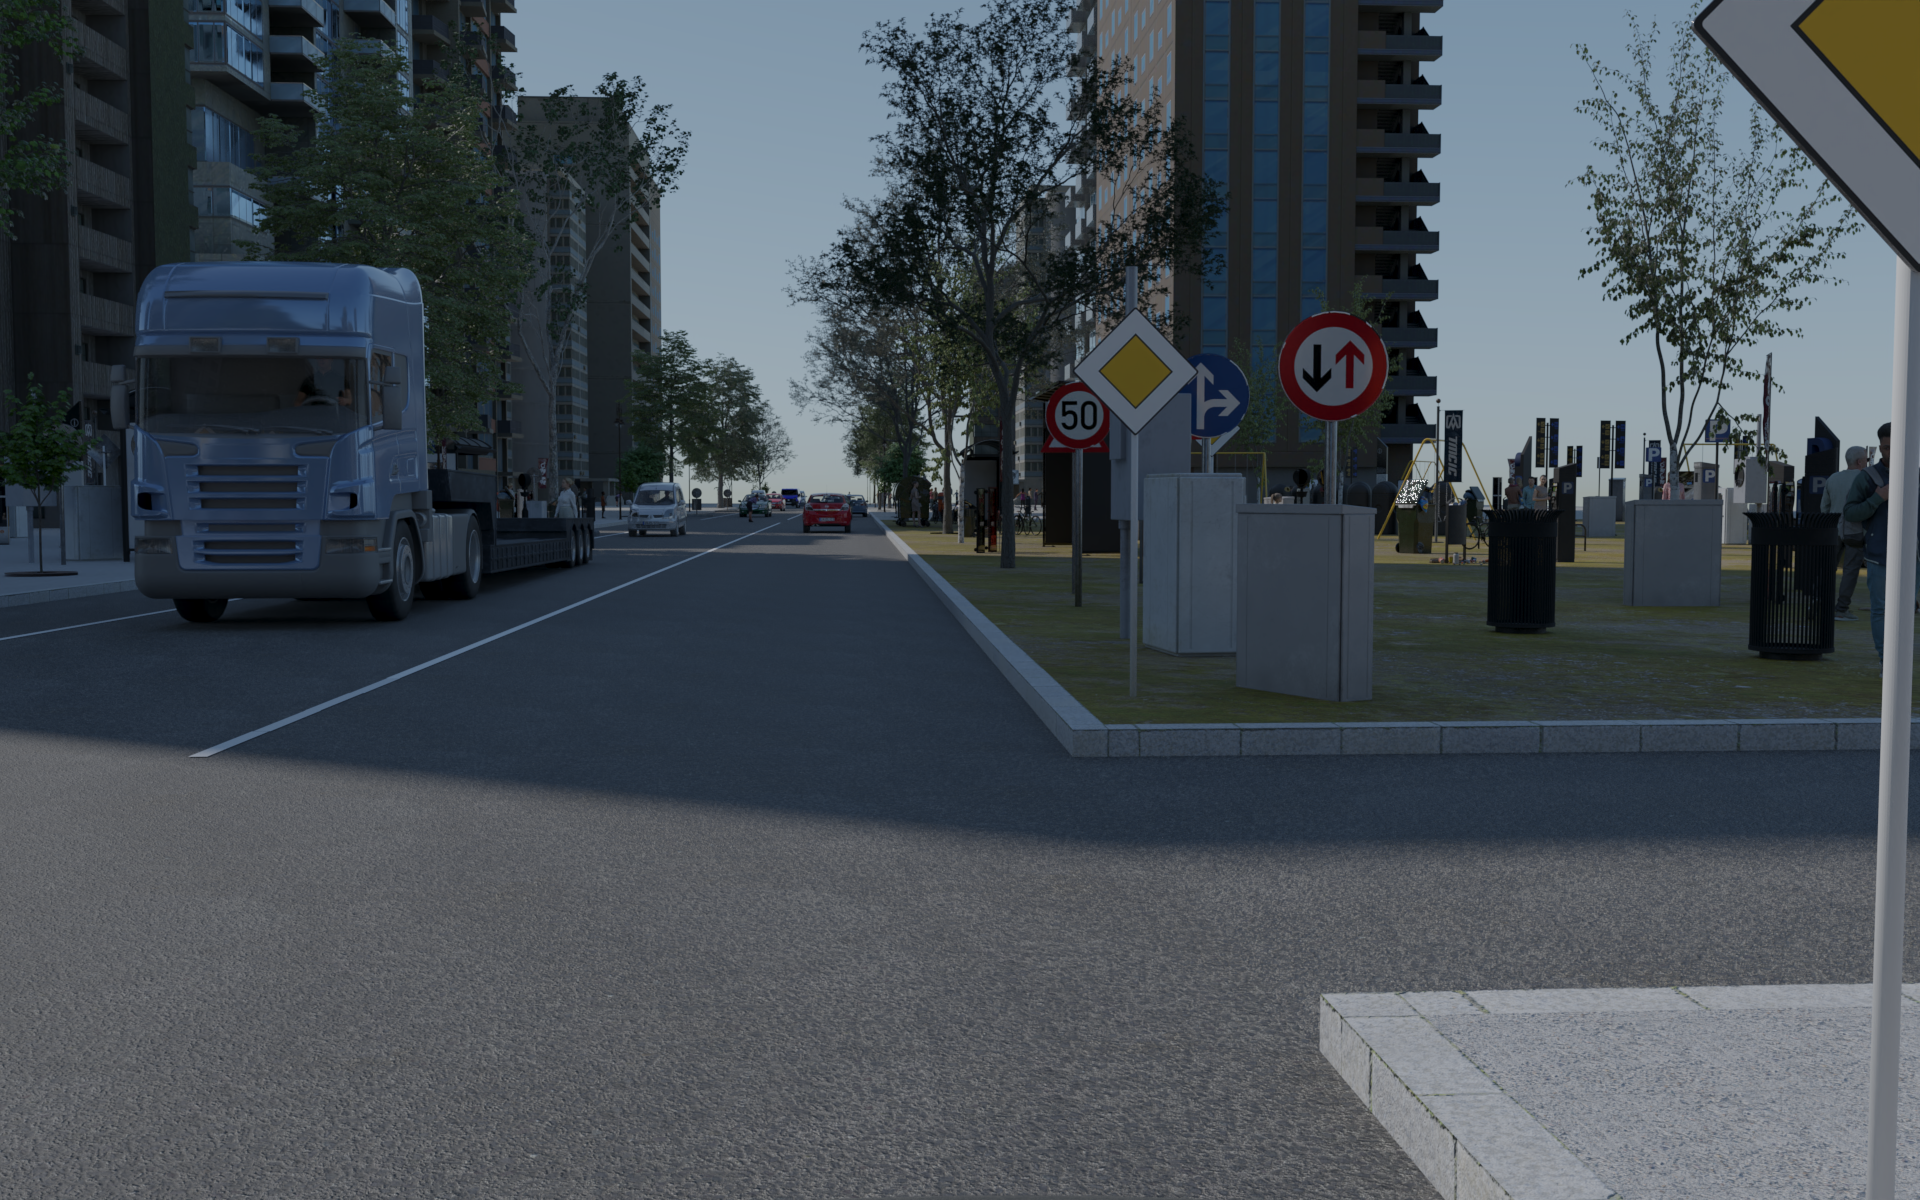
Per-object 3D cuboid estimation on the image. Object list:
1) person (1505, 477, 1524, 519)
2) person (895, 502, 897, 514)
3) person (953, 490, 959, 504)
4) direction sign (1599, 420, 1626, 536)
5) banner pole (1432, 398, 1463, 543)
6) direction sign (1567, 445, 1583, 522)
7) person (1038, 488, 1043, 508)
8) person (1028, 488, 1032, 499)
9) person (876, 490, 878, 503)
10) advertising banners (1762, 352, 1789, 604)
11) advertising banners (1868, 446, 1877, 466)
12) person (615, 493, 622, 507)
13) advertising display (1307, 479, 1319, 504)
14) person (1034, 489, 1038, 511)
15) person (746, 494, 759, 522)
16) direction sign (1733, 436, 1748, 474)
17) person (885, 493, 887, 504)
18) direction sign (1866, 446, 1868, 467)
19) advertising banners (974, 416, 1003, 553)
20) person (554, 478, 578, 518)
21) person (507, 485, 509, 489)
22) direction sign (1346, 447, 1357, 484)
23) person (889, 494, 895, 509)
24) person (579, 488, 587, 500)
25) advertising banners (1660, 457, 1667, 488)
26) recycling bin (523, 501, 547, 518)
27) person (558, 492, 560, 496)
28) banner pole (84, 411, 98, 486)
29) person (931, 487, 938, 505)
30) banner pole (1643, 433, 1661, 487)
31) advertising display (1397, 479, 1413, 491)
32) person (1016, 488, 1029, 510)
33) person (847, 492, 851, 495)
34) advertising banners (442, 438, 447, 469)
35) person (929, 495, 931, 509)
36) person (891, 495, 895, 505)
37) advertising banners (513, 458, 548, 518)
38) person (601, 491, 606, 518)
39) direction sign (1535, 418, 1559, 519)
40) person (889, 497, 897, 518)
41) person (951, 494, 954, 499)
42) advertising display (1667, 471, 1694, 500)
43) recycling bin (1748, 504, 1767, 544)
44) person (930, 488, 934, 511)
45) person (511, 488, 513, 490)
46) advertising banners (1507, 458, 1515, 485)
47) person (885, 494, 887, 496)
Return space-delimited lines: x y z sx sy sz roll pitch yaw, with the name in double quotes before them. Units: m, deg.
"person" 18.032 -3.073 56.253 0.580 1.828 0.573 -2 4 -25
"person" -3.962 -6.417 111.694 0.721 1.736 1.217 -3 4 -38
"person" -0.360 -12.588 211.845 1.348 1.826 0.705 -3 5 -43
"direction sign" 20.060 -3.749 53.291 0.876 3.537 0.379 -1 4 -15
"banner pole" 12.751 -3.387 45.401 0.863 3.779 0.401 1 4 15
"direction sign" 28.725 -5.444 81.012 0.379 3.537 0.876 -2 4 -31
"person" 7.715 -9.494 160.901 1.348 1.869 0.705 1 4 10
"person" 5.973 -8.606 146.762 0.705 1.823 1.348 0 3 0
"person" -11.370 -14.288 239.738 0.705 1.812 1.348 -2 4 -33
"advertising banners" 9.836 -1.513 20.929 0.090 3.025 2.074 1 4 19
"advertising banners" 32.858 -4.099 63.212 2.074 3.025 0.090 -2 4 -33
"person" -34.895 -10.251 176.879 0.697 1.427 0.421 -1 4 -20
"advertising display" 14.725 -4.113 72.454 0.123 1.923 0.974 3 4 37
"person" 5.884 -7.766 133.931 0.530 1.710 0.541 2 4 32
"person" -10.555 -4.672 88.121 0.697 1.427 0.421 -2 4 -34
"direction sign" 30.332 -4.608 67.332 0.379 3.537 0.876 -1 4 -9
"person" -9.354 -12.776 215.386 0.683 1.767 0.568 -1 4 -18
"direction sign" 42.487 -5.458 81.229 0.379 3.537 0.876 2 4 24
"advertising banners" 0.708 -2.576 38.299 0.090 3.025 2.074 1 4 21
"person" -8.748 -1.836 38.746 0.641 1.798 0.478 -3 5 -41
"person" -28.184 -6.252 108.284 0.705 1.821 1.348 -1 4 -14
"direction sign" 18.758 -5.568 83.038 0.876 3.537 0.379 -3 5 -42
"person" -5.650 -8.799 150.591 1.217 1.739 0.721 -3 5 -39
"person" -25.873 -6.877 119.273 0.721 1.735 1.217 -3 5 -43
"advertising banners" 33.747 -5.224 81.601 0.090 3.025 2.074 -3 4 -37
"recycling bin" -15.672 -3.138 63.864 0.722 1.027 0.722 0 4 -1
"person" -21.935 -5.340 94.159 0.445 1.727 0.742 1 4 21
"banner pole" -25.951 -3.779 51.811 0.401 3.779 0.863 0 3 0
"person" -1.823 -7.640 131.100 0.705 1.807 1.348 -3 4 -38
"banner pole" 28.069 -4.922 70.490 0.863 3.779 0.401 1 4 22
"advertising display" 19.493 -4.318 75.820 0.123 1.923 0.974 -2 4 -25
"person" 5.040 -8.076 138.769 1.217 1.739 0.721 0 4 1
"person" -12.830 -11.710 200.871 0.541 1.710 0.530 1 4 18
"advertising banners" -15.663 -3.491 53.266 0.090 3.025 2.074 -2 4 -28
"person" -2.446 -8.758 150.148 0.530 1.710 0.541 -3 5 -42
"person" -6.699 -10.573 179.627 1.217 1.736 0.721 -2 4 -35
"advertising banners" -20.815 -5.336 83.438 2.074 3.025 0.090 -2 4 -31
"person" -18.816 -5.023 91.427 0.557 1.426 1.065 -1 4 -17
"direction sign" 17.445 -3.640 51.511 0.876 3.537 0.379 -2 4 -26
"person" -3.253 -5.239 91.645 0.705 1.831 1.348 3 5 40
"person" -1.203 -12.449 210.367 1.217 1.735 0.721 2 4 29
"advertising display" 20.252 -2.638 48.339 0.974 1.923 0.123 2 4 30
"recycling bin" 20.624 -1.941 44.286 0.722 1.027 0.722 3 4 37
"person" -2.093 -7.765 133.719 0.721 1.743 1.217 2 4 35
"person" -29.602 -6.551 113.865 0.721 1.735 1.217 0 4 -8
"advertising banners" 27.892 -5.450 85.296 2.074 3.025 0.090 -1 4 -9
"person" -7.542 -10.901 184.976 1.217 1.736 0.721 -1 4 -23
